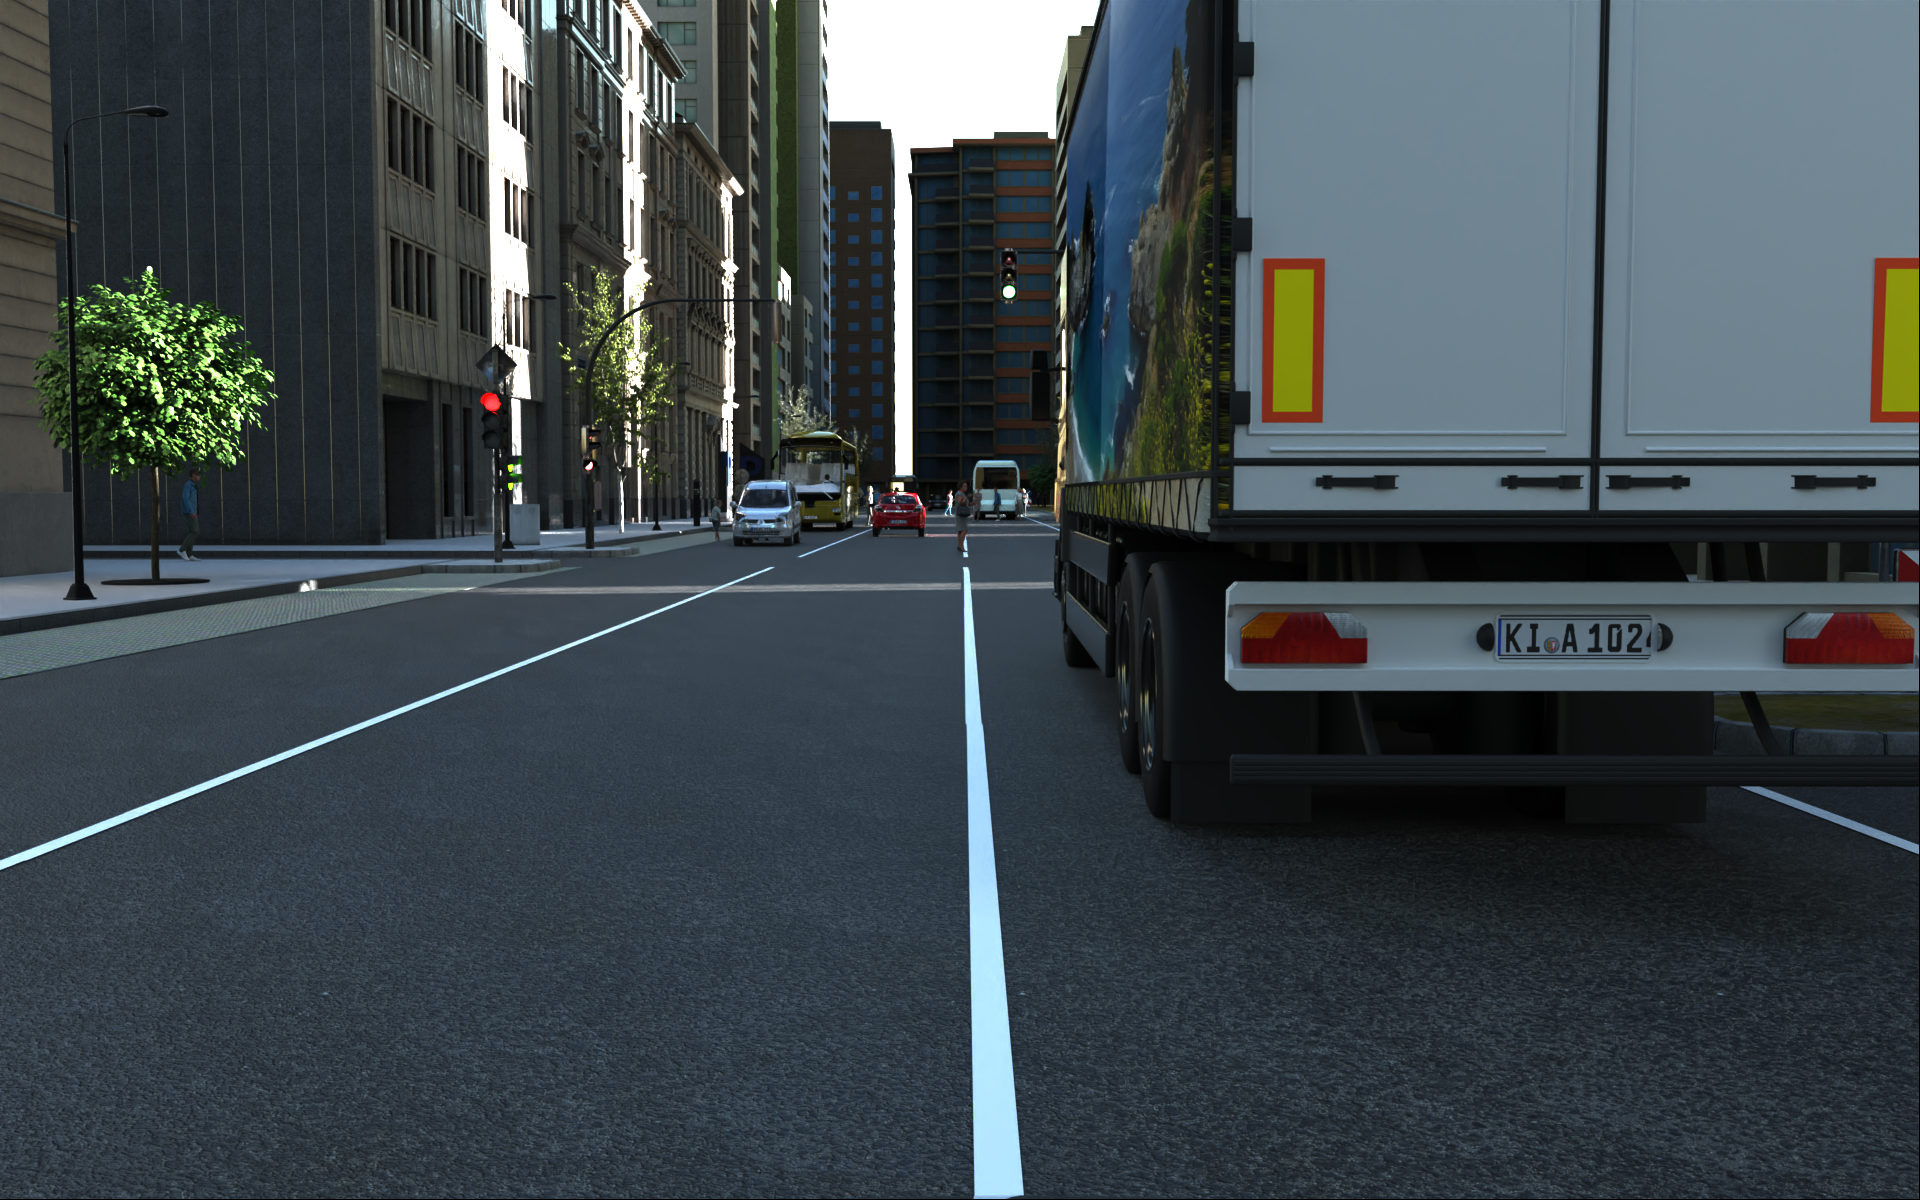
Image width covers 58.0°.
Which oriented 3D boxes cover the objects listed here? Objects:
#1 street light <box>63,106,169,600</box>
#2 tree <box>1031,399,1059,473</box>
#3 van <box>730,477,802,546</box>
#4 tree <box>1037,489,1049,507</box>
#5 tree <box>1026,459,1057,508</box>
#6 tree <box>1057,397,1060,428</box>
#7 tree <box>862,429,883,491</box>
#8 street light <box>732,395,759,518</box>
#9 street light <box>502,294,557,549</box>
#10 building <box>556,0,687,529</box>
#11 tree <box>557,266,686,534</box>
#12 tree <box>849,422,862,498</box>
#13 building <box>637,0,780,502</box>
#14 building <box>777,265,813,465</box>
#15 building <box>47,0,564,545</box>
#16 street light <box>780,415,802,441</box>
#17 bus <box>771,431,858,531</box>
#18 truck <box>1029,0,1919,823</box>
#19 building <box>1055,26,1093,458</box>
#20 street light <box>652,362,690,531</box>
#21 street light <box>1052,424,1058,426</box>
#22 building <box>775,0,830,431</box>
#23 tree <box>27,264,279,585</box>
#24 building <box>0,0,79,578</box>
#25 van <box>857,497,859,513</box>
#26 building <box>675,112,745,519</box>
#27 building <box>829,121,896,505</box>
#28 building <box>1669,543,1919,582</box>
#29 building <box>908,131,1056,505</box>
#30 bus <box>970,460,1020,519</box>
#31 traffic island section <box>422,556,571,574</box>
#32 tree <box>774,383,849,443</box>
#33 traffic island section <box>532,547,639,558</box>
[{"bbox_3d":[-10.169,-2.957,20.888,1.470,5.913,1.316,0,3,0],"label":"street light"},{"bbox_3d":[7.357,-10.761,126.308,4.360,8.622,3.978,0,3,0],"label":"tree"},{"bbox_3d":[-5.447,-2.573,49.074,2.013,2.044,4.112,0,4,-1],"label":"van"},{"bbox_3d":[8.259,-10.909,172.957,1.663,3.219,1.824,0,3,0],"label":"tree"},{"bbox_3d":[7.719,-10.811,160.470,4.285,4.588,4.351,0,3,0],"label":"tree"},{"bbox_3d":[8.546,-10.431,120.916,4.737,8.622,4.395,0,3,0],"label":"tree"},{"bbox_3d":[-10.735,-14.261,183.532,4.360,8.622,3.978,0,3,0],"label":"tree"},{"bbox_3d":[-10.099,-6.654,81.327,1.470,5.913,1.316,0,3,0],"label":"street light"},{"bbox_3d":[-10.065,-4.151,40.406,1.470,5.913,1.316,0,3,0],"label":"street light"},{"bbox_3d":[-19.946,-17.013,75.425,12.463,27.353,25.104,0,3,0],"label":"building"},{"bbox_3d":[-10.922,-6.445,55.734,4.737,8.622,4.395,0,3,0],"label":"tree"},{"bbox_3d":[-10.292,-11.350,135.929,4.360,8.622,3.978,0,3,0],"label":"tree"},{"bbox_3d":[-20.627,-26.867,122.865,14.154,41.232,14.086,0,3,0],"label":"building"},{"bbox_3d":[-27.374,-18.342,144.929,27.650,21.520,28.899,0,3,0],"label":"building"},{"bbox_3d":[-20.459,-14.336,52.420,12.078,24.808,19.932,0,3,0],"label":"building"},{"bbox_3d":[-10.020,-7.918,101.994,1.470,5.913,1.316,0,3,0],"label":"street light"},{"bbox_3d":[-5.710,-4.851,70.856,2.896,3.916,12.252,0,4,-1],"label":"bus"},{"bbox_3d":[2.009,-1.347,10.934,2.839,4.237,11.283,0,4,0],"label":"truck"},{"bbox_3d":[20.955,-33.843,177.035,21.300,48.544,21.600,0,3,0],"label":"building"},{"bbox_3d":[-10.146,-5.402,60.867,1.470,5.913,1.316,0,3,0],"label":"street light"},{"bbox_3d":[6.842,-8.745,115.525,1.470,5.913,1.316,0,3,0],"label":"street light"},{"bbox_3d":[-27.735,-38.879,177.676,28.212,58.520,21.231,0,3,0],"label":"building"},{"bbox_3d":[-11.578,-2.515,24.832,4.285,4.588,4.351,0,3,0],"label":"tree"},{"bbox_3d":[-25.859,-14.335,21.775,23.554,28.519,14.401,0,3,0],"label":"building"},{"bbox_3d":[-8.400,-7.337,126.973,2.013,2.044,4.112,0,4,0],"label":"van"},{"bbox_3d":[-18.931,-16.477,98.281,11.050,23.489,19.941,0,3,0],"label":"building"},{"bbox_3d":[-15.006,-34.103,207.697,14.200,45.320,14.600,0,3,0],"label":"building"},{"bbox_3d":[20.652,-21.981,14.015,22.147,44.769,28.867,0,3,0],"label":"building"},{"bbox_3d":[6.652,-34.095,212.071,28.867,44.769,22.147,0,3,0],"label":"building"},{"bbox_3d":[2.052,-6.510,101.290,2.948,3.499,13.247,0,4,1],"label":"bus"},{"bbox_3d":[-8.687,-0.627,32.537,2.009,0.180,2.903,0,3,0],"label":"traffic island section"},{"bbox_3d":[-10.392,-10.025,114.273,4.360,8.622,3.978,0,3,0],"label":"tree"},{"bbox_3d":[-8.674,-1.116,40.522,2.009,0.180,2.903,0,3,0],"label":"traffic island section"}]
